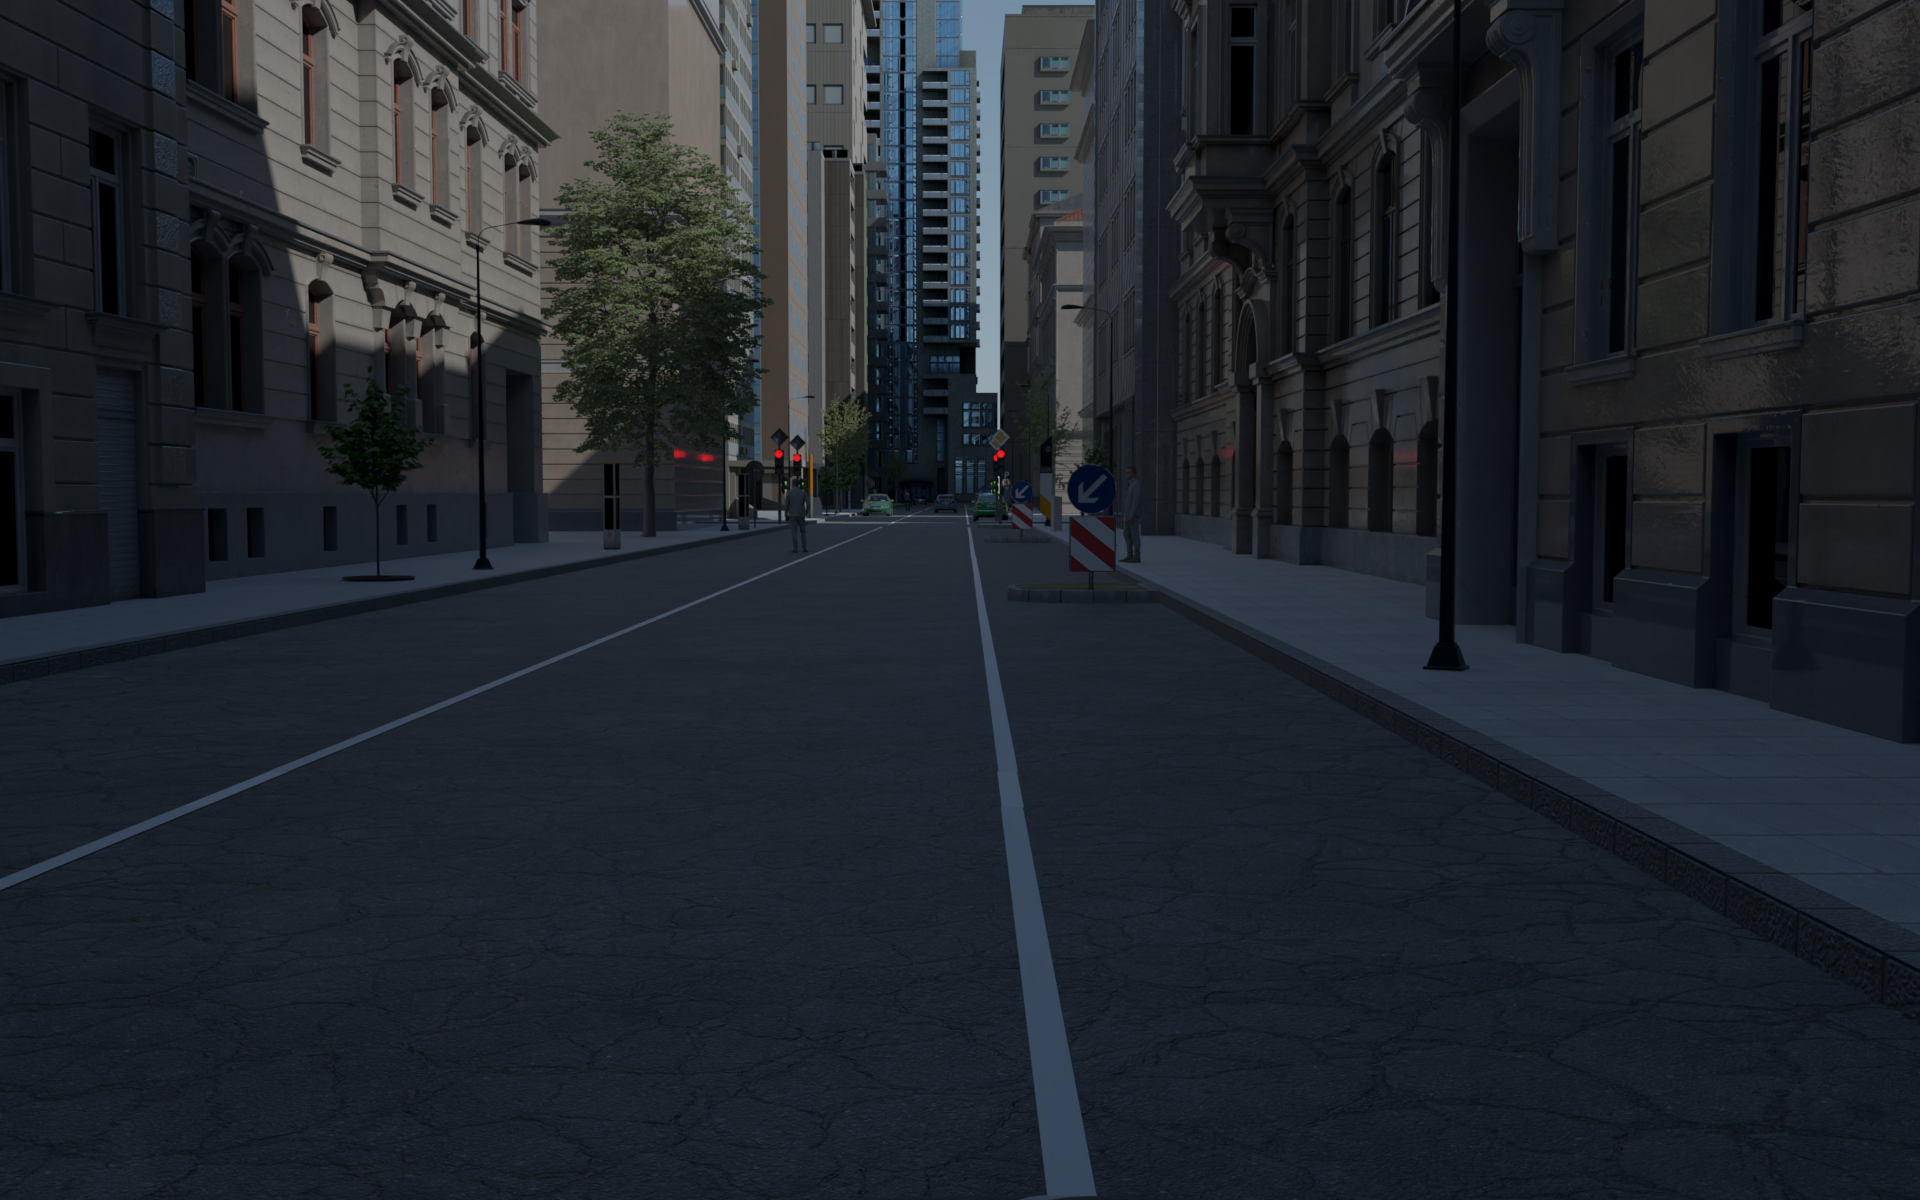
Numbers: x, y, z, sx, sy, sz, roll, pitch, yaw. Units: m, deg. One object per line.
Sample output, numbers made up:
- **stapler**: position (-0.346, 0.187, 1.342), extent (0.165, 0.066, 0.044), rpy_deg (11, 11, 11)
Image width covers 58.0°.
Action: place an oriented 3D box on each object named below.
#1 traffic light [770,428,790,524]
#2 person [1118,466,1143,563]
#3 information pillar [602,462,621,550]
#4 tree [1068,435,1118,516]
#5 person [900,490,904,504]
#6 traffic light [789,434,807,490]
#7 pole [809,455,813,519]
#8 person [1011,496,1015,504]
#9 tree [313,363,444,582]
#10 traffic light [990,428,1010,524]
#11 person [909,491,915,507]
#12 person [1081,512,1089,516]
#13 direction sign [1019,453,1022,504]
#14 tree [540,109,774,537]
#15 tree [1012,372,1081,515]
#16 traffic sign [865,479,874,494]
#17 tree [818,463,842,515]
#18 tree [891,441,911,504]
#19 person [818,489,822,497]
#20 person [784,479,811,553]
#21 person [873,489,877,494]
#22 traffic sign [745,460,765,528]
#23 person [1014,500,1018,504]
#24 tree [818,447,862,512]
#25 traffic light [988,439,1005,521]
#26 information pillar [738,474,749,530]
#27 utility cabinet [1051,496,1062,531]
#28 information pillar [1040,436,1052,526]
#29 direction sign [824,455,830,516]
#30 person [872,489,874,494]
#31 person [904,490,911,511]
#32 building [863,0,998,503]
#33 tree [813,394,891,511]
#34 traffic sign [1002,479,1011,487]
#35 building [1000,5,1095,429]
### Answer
- **traffic light**: position (-7.654, -5.181, 73.624), extent (0.839, 4.253, 0.868), rpy_deg (0, 3, 0)
- **person**: position (3.231, -1.604, 32.370), extent (0.391, 1.810, 0.635), rpy_deg (-1, 4, -11)
- **information pillar**: position (-8.052, -2.174, 40.033), extent (0.304, 2.012, 0.304), rpy_deg (1, 4, 12)
- **tree**: position (4.364, -3.811, 56.915), extent (1.663, 3.219, 1.824), rpy_deg (0, 3, 0)
- **person**: position (-7.535, -13.329, 224.423), extent (0.568, 1.767, 0.683), rpy_deg (-2, 4, -24)
- **traffic light**: position (-7.637, -5.669, 81.609), extent (0.839, 4.253, 0.868), rpy_deg (0, 3, 0)
- **pole**: position (-7.780, -5.896, 90.249), extent (0.158, 3.312, 0.155), rpy_deg (0, 3, 0)
- **person**: position (4.839, -9.331, 158.241), extent (0.705, 1.869, 1.348), rpy_deg (1, 4, 8)
- **tree**: position (-8.749, -1.909, 25.817), extent (1.663, 3.219, 1.824), rpy_deg (0, 3, 0)
- **traffic light**: position (1.708, -5.180, 73.621), extent (0.839, 4.253, 0.868), rpy_deg (0, 3, 0)
- **person**: position (-5.519, -11.342, 193.953), extent (1.348, 1.822, 0.705), rpy_deg (0, 4, 8)
- **person**: position (4.656, -3.516, 63.438), extent (0.656, 1.842, 0.836), rpy_deg (-3, 5, -40)
- **direction sign**: position (3.378, -6.410, 96.806), extent (0.379, 3.537, 0.876), rpy_deg (0, 4, -4)
- **tree**: position (-9.163, -8.187, 51.993), extent (7.486, 12.596, 7.792), rpy_deg (0, 3, 0)
- **tree**: position (5.035, -9.379, 103.715), extent (4.737, 8.622, 4.395), rpy_deg (0, 3, 0)
- **traffic sign**: position (-7.617, -8.951, 146.452), extent (0.768, 2.556, 0.104), rpy_deg (0, 4, 3)
- **tree**: position (-8.078, -6.907, 107.528), extent (1.663, 3.219, 1.824), rpy_deg (0, 3, 0)
- **tree**: position (-8.651, -17.385, 234.614), extent (4.737, 8.622, 4.395), rpy_deg (0, 3, 0)
- **person**: position (-10.771, -7.712, 131.932), extent (0.447, 1.846, 0.655), rpy_deg (1, 4, 14)
- **person**: position (-3.991, -2.073, 42.488), extent (0.635, 1.810, 0.391), rpy_deg (-1, 4, -22)
- **person**: position (-6.309, -7.325, 128.443), extent (0.728, 1.800, 0.709), rpy_deg (1, 4, 19)
- **traffic sign**: position (-7.778, -4.006, 65.601), extent (0.768, 2.556, 0.104), rpy_deg (1, 4, 9)
- **person**: position (3.690, -6.292, 109.330), extent (0.534, 1.772, 0.576), rpy_deg (3, 4, 36)
- **tree**: position (-8.438, -8.455, 121.958), extent (4.285, 4.588, 4.351), rpy_deg (0, 3, 0)
- **traffic light**: position (1.724, -5.669, 81.606), extent (0.839, 4.253, 0.868), rpy_deg (0, 3, 0)
- **information pillar**: position (-7.779, -3.535, 62.288), extent (0.304, 2.012, 0.304), rpy_deg (1, 4, 20)
- **utility cabinet**: position (3.405, -3.048, 61.000), extent (0.306, 1.237, 1.020), rpy_deg (0, 4, -4)
- **information pillar**: position (3.447, -4.748, 68.984), extent (0.504, 3.616, 0.183), rpy_deg (0, 4, 8)
- **direction sign**: position (-7.795, -6.675, 101.141), extent (0.379, 3.537, 0.876), rpy_deg (0, 4, -7)
- **person**: position (-8.094, -9.699, 165.147), extent (0.721, 1.766, 1.217), rpy_deg (-1, 4, -20)
- **person**: position (-4.489, -8.481, 147.342), extent (0.592, 1.802, 0.473), rpy_deg (0, 4, -5)
- **building**: position (-10.171, -57.359, 250.487), extent (31.000, 86.520, 22.319), rpy_deg (0, 3, 0)
- **tree**: position (-8.754, -11.230, 133.967), extent (4.737, 8.622, 4.395), rpy_deg (0, 3, 0)
- **traffic sign**: position (3.548, -8.149, 133.341), extent (0.768, 2.556, 0.104), rpy_deg (0, 4, 1)
- **building**: position (14.784, -33.394, 169.694), extent (21.300, 48.544, 21.600), rpy_deg (0, 3, 0)
